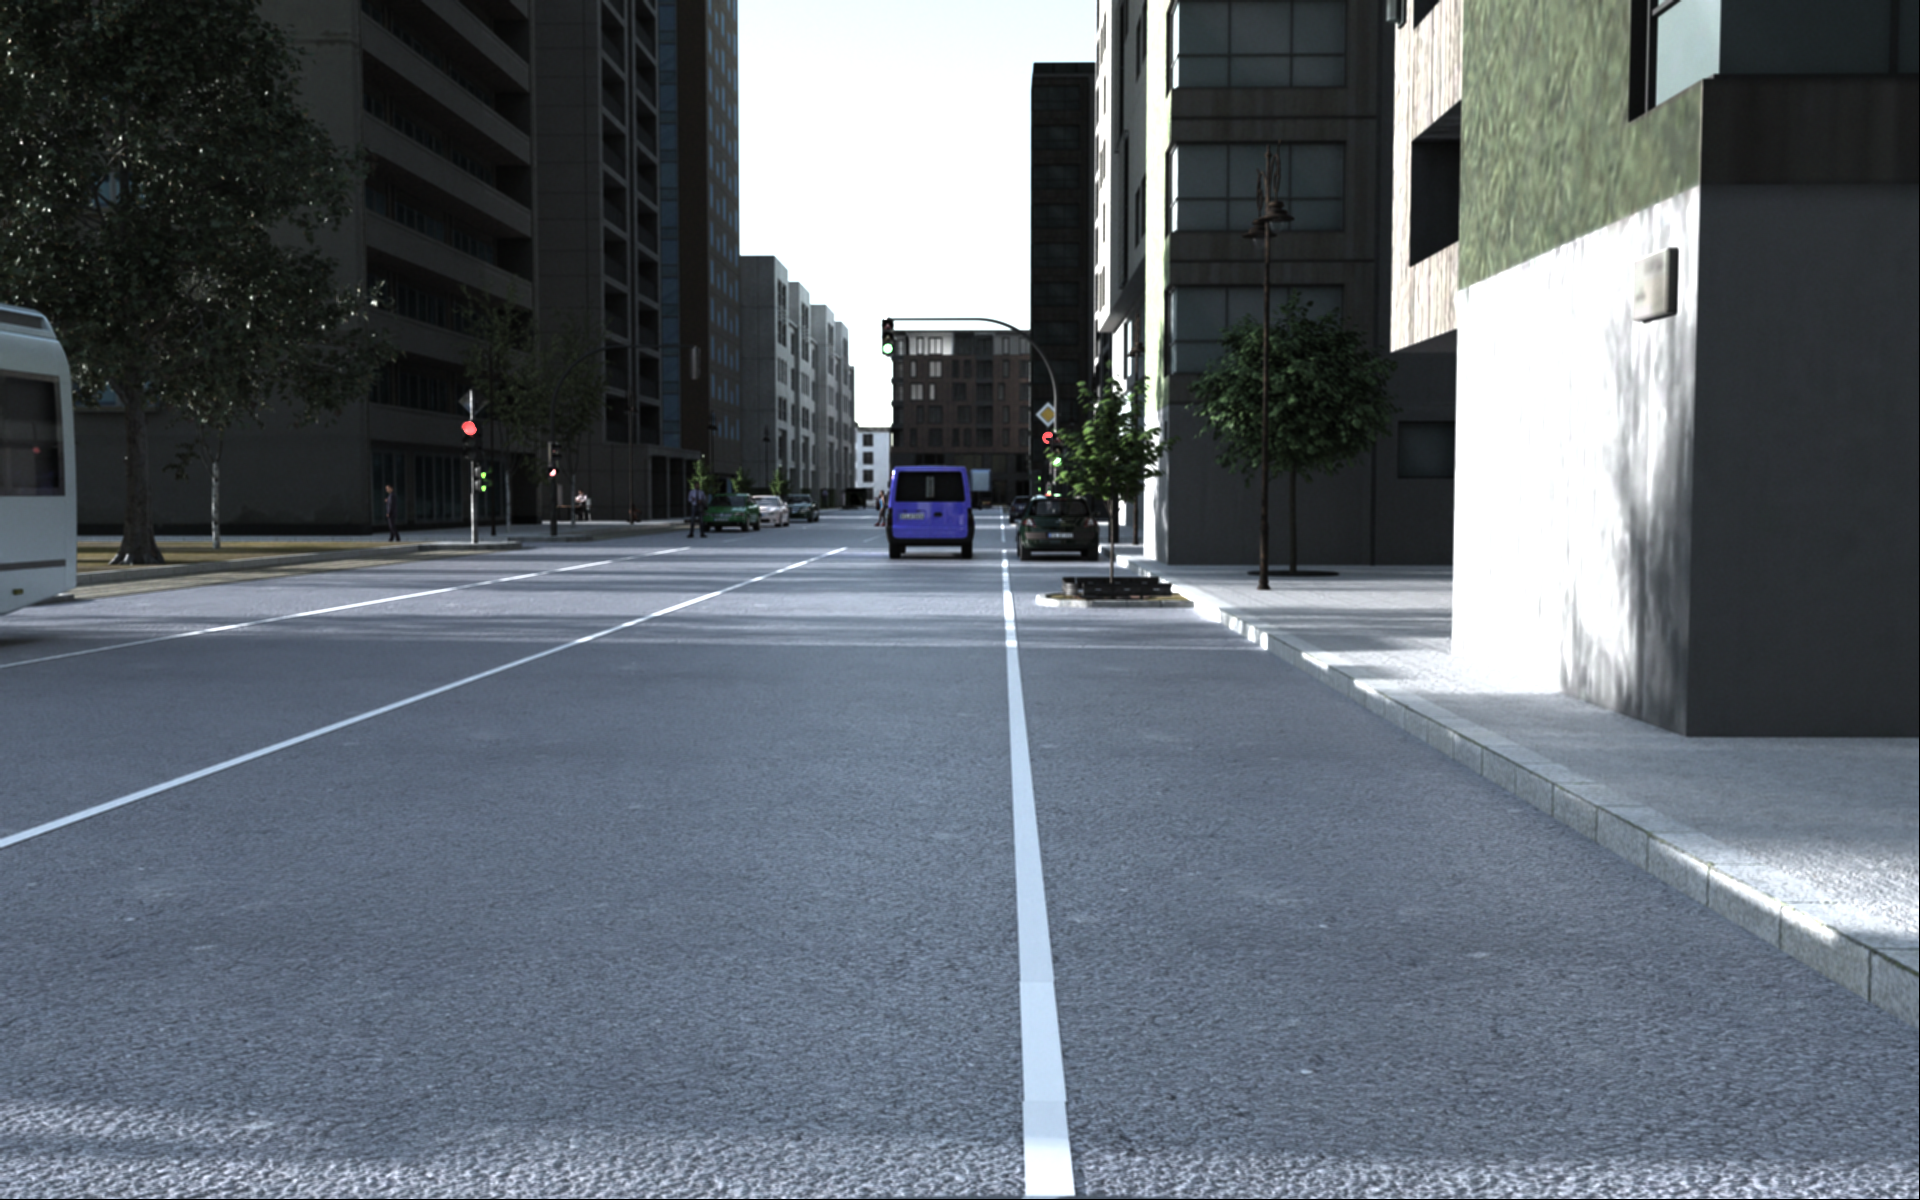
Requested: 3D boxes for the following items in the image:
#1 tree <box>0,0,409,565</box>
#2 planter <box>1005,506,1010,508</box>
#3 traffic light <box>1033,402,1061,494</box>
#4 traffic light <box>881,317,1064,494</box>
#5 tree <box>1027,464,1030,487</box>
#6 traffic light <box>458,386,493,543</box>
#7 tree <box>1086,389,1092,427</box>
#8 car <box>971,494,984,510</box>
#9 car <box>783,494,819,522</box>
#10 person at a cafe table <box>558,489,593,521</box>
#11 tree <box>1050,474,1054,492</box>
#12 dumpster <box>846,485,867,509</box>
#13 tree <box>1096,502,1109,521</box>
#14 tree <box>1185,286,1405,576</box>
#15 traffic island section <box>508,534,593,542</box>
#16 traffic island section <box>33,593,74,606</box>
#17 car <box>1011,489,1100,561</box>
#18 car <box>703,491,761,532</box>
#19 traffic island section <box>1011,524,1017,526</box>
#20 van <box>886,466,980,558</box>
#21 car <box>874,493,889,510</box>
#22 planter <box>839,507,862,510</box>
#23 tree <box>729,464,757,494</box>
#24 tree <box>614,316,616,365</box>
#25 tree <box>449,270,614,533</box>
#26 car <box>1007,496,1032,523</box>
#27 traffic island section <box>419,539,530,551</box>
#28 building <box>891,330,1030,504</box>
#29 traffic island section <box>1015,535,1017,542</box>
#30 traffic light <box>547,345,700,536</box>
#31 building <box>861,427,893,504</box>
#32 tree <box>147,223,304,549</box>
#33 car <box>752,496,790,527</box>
[{"bbox_3d":[-15.139,-7.009,31.605,9.611,12.733,9.660,0,3,0],"label":"tree"},{"bbox_3d":[5.674,-9.810,181.528,1.991,0.319,1.994,0,4,1],"label":"planter"},{"bbox_3d":[2.656,-3.900,52.691,0.839,4.253,0.868,0,4,1],"label":"traffic light"},{"bbox_3d":[0.378,-4.278,44.615,4.771,5.953,1.251,0,4,1],"label":"traffic light"},{"bbox_3d":[7.047,-9.804,144.013,4.285,4.588,4.351,0,3,0],"label":"tree"},{"bbox_3d":[-12.626,-3.432,45.040,0.839,4.253,0.868,0,4,1],"label":"traffic light"},{"bbox_3d":[10.036,-9.813,110.807,4.737,8.622,4.395,0,3,0],"label":"tree"},{"bbox_3d":[1.152,-9.159,159.536,2.009,1.686,4.222,0,4,3],"label":"car"},{"bbox_3d":[-8.314,-4.717,88.925,2.131,1.459,4.920,0,4,1],"label":"car"},{"bbox_3d":[-18.182,-4.504,82.156,1.698,1.524,1.622,2,4,28],"label":"person at a cafe table"},{"bbox_3d":[6.581,-8.864,139.524,1.663,3.219,1.824,0,3,0],"label":"tree"},{"bbox_3d":[-9.812,-9.700,163.538,1.985,2.255,1.502,0,4,2],"label":"dumpster"},{"bbox_3d":[6.635,-5.367,82.359,1.663,3.219,1.824,0,3,0],"label":"tree"},{"bbox_3d":[5.307,-2.685,27.618,4.285,4.588,4.351,0,3,0],"label":"tree"},{"bbox_3d":[-12.481,-1.889,53.159,2.009,0.180,2.903,0,4,1],"label":"traffic island section"},{"bbox_3d":[-12.860,0.009,22.719,1.991,0.108,1.994,0,4,1],"label":"traffic island section"},{"bbox_3d":[2.151,-1.762,38.603,2.009,1.686,4.222,0,4,1],"label":"car"},{"bbox_3d":[-8.825,-3.554,66.910,1.959,1.807,4.718,0,4,2],"label":"car"},{"bbox_3d":[3.273,-3.379,78.110,1.991,0.108,1.994,0,4,1],"label":"traffic island section"},{"bbox_3d":[-0.646,-2.190,40.189,2.240,2.365,5.245,0,3,0],"label":"van"},{"bbox_3d":[-6.580,-8.952,155.403,2.155,1.783,4.494,0,4,0],"label":"car"},{"bbox_3d":[-9.805,-8.196,155.140,1.991,0.319,1.994,0,4,1],"label":"planter"},{"bbox_3d":[-14.133,-7.148,111.477,1.663,3.219,1.824,0,3,0],"label":"tree"},{"bbox_3d":[-14.832,-7.053,65.672,4.737,8.622,4.395,0,3,0],"label":"tree"},{"bbox_3d":[-14.828,-6.542,57.319,4.737,8.622,4.395,0,3,0],"label":"tree"},{"bbox_3d":[3.313,-4.494,86.049,1.945,1.354,3.894,0,4,2],"label":"car"},{"bbox_3d":[-12.666,-1.400,45.176,2.009,0.180,2.903,0,4,1],"label":"traffic island section"},{"bbox_3d":[7.908,-23.360,225.915,32.646,21.610,27.936,0,4,1],"label":"building"},{"bbox_3d":[2.696,-1.867,52.804,2.009,0.180,2.903,0,4,1],"label":"traffic island section"},{"bbox_3d":[-10.348,-4.792,53.010,4.771,5.953,1.251,0,4,1],"label":"traffic light"},{"bbox_3d":[-22.674,-16.806,216.926,28.070,9.664,9.099,0,4,1],"label":"building"},{"bbox_3d":[-17.529,-5.535,40.858,4.360,8.622,3.978,0,3,0],"label":"tree"},{"bbox_3d":[-8.606,-3.907,76.237,2.083,1.381,4.827,0,4,1],"label":"car"}]
